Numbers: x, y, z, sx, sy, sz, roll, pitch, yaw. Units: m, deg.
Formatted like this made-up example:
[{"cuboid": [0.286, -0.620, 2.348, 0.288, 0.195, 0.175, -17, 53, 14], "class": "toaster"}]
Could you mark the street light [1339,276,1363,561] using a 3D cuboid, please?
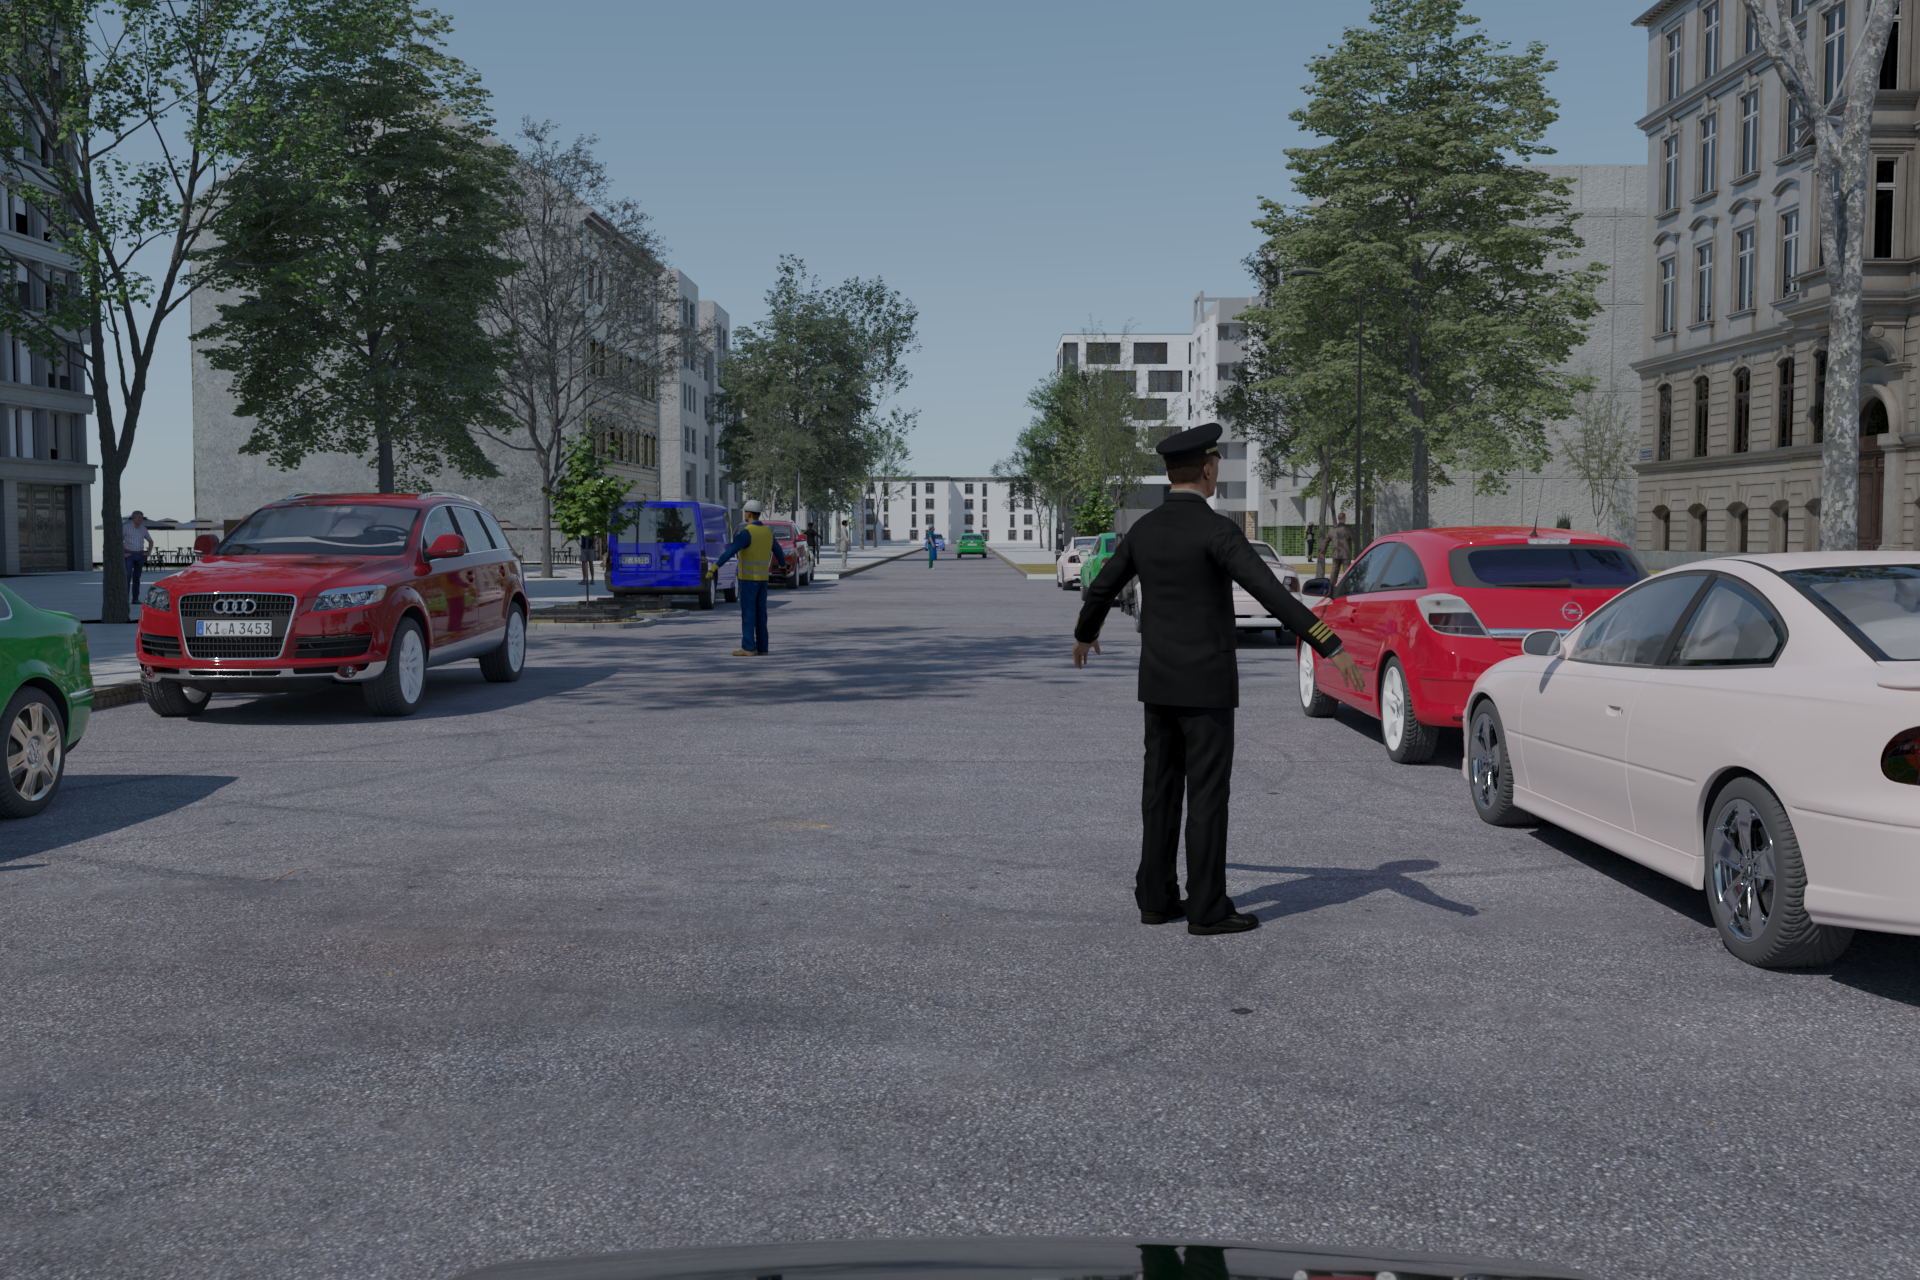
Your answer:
[{"cuboid": [7.573, -3.546, 30.513, 1.470, 5.913, 1.316, 0, 3, 0], "class": "street light"}]

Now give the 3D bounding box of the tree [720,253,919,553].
[{"cuboid": [-9.433, -16.034, 118.043, 12.611, 20.169, 13.585, 0, 3, 0], "class": "tree"}]

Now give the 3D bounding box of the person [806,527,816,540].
[{"cuboid": [-7.090, -4.616, 81.653, 0.705, 1.806, 1.347, 3, 4, 37], "class": "person"}]

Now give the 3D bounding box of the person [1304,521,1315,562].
[{"cuboid": [15.929, -4.449, 78.521, 0.705, 1.856, 1.354, 1, 4, 16], "class": "person"}]

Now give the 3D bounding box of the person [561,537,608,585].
[{"cuboid": [-9.464, -2.309, 43.925, 1.345, 1.807, 0.704, -3, 5, -42], "class": "person"}]

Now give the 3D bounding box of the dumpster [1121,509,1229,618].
[{"cuboid": [3.690, -1.324, 29.856, 1.865, 1.857, 1.264, 0, 4, 1], "class": "dumpster"}]

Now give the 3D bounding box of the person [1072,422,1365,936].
[{"cuboid": [0.853, 0.128, 6.307, 0.705, 1.837, 1.347, -3, 5, -41], "class": "person"}]

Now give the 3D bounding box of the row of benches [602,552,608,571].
[{"cuboid": [-11.708, -2.680, 59.284, 1.422, 0.672, 4.104, -1, 4, -18], "class": "row of benches"}]

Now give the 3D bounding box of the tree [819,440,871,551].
[{"cuboid": [-8.378, -10.911, 128.752, 4.737, 8.622, 4.395, 0, 3, 0], "class": "tree"}]

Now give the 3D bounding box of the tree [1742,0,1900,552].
[{"cuboid": [9.392, -10.066, 20.476, 12.611, 20.169, 13.585, 0, 3, 0], "class": "tree"}]

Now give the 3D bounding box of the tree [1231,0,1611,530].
[{"cuboid": [9.287, -7.210, 36.016, 7.486, 12.596, 7.792, 0, 3, 0], "class": "tree"}]

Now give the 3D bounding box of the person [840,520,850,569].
[{"cuboid": [-4.242, -3.549, 64.220, 0.705, 1.806, 1.347, -1, 4, -9], "class": "person"}]

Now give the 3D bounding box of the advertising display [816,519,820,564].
[{"cuboid": [-6.044, -4.194, 73.779, 0.123, 1.923, 0.974, 0, 4, -1], "class": "advertising display"}]

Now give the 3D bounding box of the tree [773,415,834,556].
[{"cuboid": [-8.393, -9.270, 101.929, 4.360, 8.622, 3.978, 0, 3, 0], "class": "tree"}]

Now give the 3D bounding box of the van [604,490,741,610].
[{"cuboid": [-5.595, -1.841, 34.485, 2.240, 2.365, 5.245, 0, 3, 0], "class": "van"}]

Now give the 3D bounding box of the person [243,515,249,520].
[{"cuboid": [-19.630, -2.551, 47.796, 1.344, 1.819, 0.704, 2, 4, 30], "class": "person"}]

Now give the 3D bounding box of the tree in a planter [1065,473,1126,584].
[{"cuboid": [3.969, -3.261, 50.544, 1.991, 3.239, 1.994, 0, 3, 0], "class": "tree in a planter"}]

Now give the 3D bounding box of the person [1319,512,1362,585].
[{"cuboid": [8.352, -1.916, 37.918, 0.990, 1.755, 0.434, 3, 4, 38], "class": "person"}]

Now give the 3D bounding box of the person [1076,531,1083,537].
[{"cuboid": [6.038, -4.943, 86.961, 0.704, 1.812, 1.346, 0, 4, -2], "class": "person"}]

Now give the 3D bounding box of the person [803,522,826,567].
[{"cuboid": [-5.761, -3.715, 67.454, 1.216, 1.740, 0.721, 2, 4, 26], "class": "person"}]

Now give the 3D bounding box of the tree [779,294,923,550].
[{"cuboid": [-9.019, -17.349, 139.546, 12.611, 20.169, 13.585, 0, 3, 0], "class": "tree"}]

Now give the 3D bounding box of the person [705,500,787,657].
[{"cuboid": [-2.453, -0.732, 20.398, 0.705, 1.833, 1.349, 3, 4, 36], "class": "person"}]

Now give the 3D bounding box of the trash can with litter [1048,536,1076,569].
[{"cuboid": [4.079, -3.162, 62.750, 1.678, 1.210, 2.233, 0, 4, -2], "class": "trash can with litter"}]

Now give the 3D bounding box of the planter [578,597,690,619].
[{"cuboid": [-5.793, -0.556, 30.235, 1.991, 0.319, 1.994, 0, 3, 0], "class": "planter"}]

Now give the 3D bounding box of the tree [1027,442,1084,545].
[{"cuboid": [6.706, -9.851, 111.430, 4.360, 8.622, 3.978, 0, 3, 0], "class": "tree"}]

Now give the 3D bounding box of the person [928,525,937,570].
[{"cuboid": [-1.116, -3.756, 69.989, 0.704, 1.817, 1.347, 0, 4, 0], "class": "person"}]

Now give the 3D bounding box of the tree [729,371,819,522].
[{"cuboid": [-8.854, -7.841, 78.557, 4.360, 8.622, 3.978, 0, 3, 0], "class": "tree"}]

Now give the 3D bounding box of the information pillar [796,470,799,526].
[{"cuboid": [-5.934, -4.400, 63.302, 0.183, 3.616, 0.504, 0, 3, 0], "class": "information pillar"}]

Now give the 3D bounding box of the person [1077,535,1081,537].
[{"cuboid": [5.777, -4.450, 78.890, 1.348, 1.813, 0.705, -2, 4, -34], "class": "person"}]

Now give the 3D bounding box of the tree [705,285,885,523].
[{"cuboid": [-8.635, -11.257, 90.713, 9.857, 13.997, 8.962, 0, 3, 0], "class": "tree"}]

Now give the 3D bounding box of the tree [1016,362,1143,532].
[{"cuboid": [7.184, -10.888, 103.777, 9.928, 11.665, 9.643, 0, 3, 0], "class": "tree"}]

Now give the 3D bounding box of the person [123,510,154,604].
[{"cuboid": [-14.992, -1.501, 31.524, 0.436, 1.711, 0.756, 3, 5, 43], "class": "person"}]

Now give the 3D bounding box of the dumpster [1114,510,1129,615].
[{"cuboid": [3.685, -1.407, 31.224, 1.865, 1.857, 1.264, 0, 4, 1], "class": "dumpster"}]

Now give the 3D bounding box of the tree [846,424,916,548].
[{"cuboid": [-7.886, -14.410, 161.357, 9.928, 11.665, 9.643, 0, 3, 0], "class": "tree"}]

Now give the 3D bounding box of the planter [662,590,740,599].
[{"cuboid": [-5.789, -1.102, 39.150, 1.991, 0.319, 1.994, 0, 4, 1], "class": "planter"}]

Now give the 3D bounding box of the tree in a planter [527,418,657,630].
[{"cuboid": [-5.803, -1.814, 26.881, 1.991, 3.239, 1.994, 0, 4, 1], "class": "tree in a planter"}]

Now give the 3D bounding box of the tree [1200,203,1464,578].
[{"cuboid": [10.224, -6.904, 47.297, 7.601, 10.594, 8.767, -1, 4, -13], "class": "tree"}]
